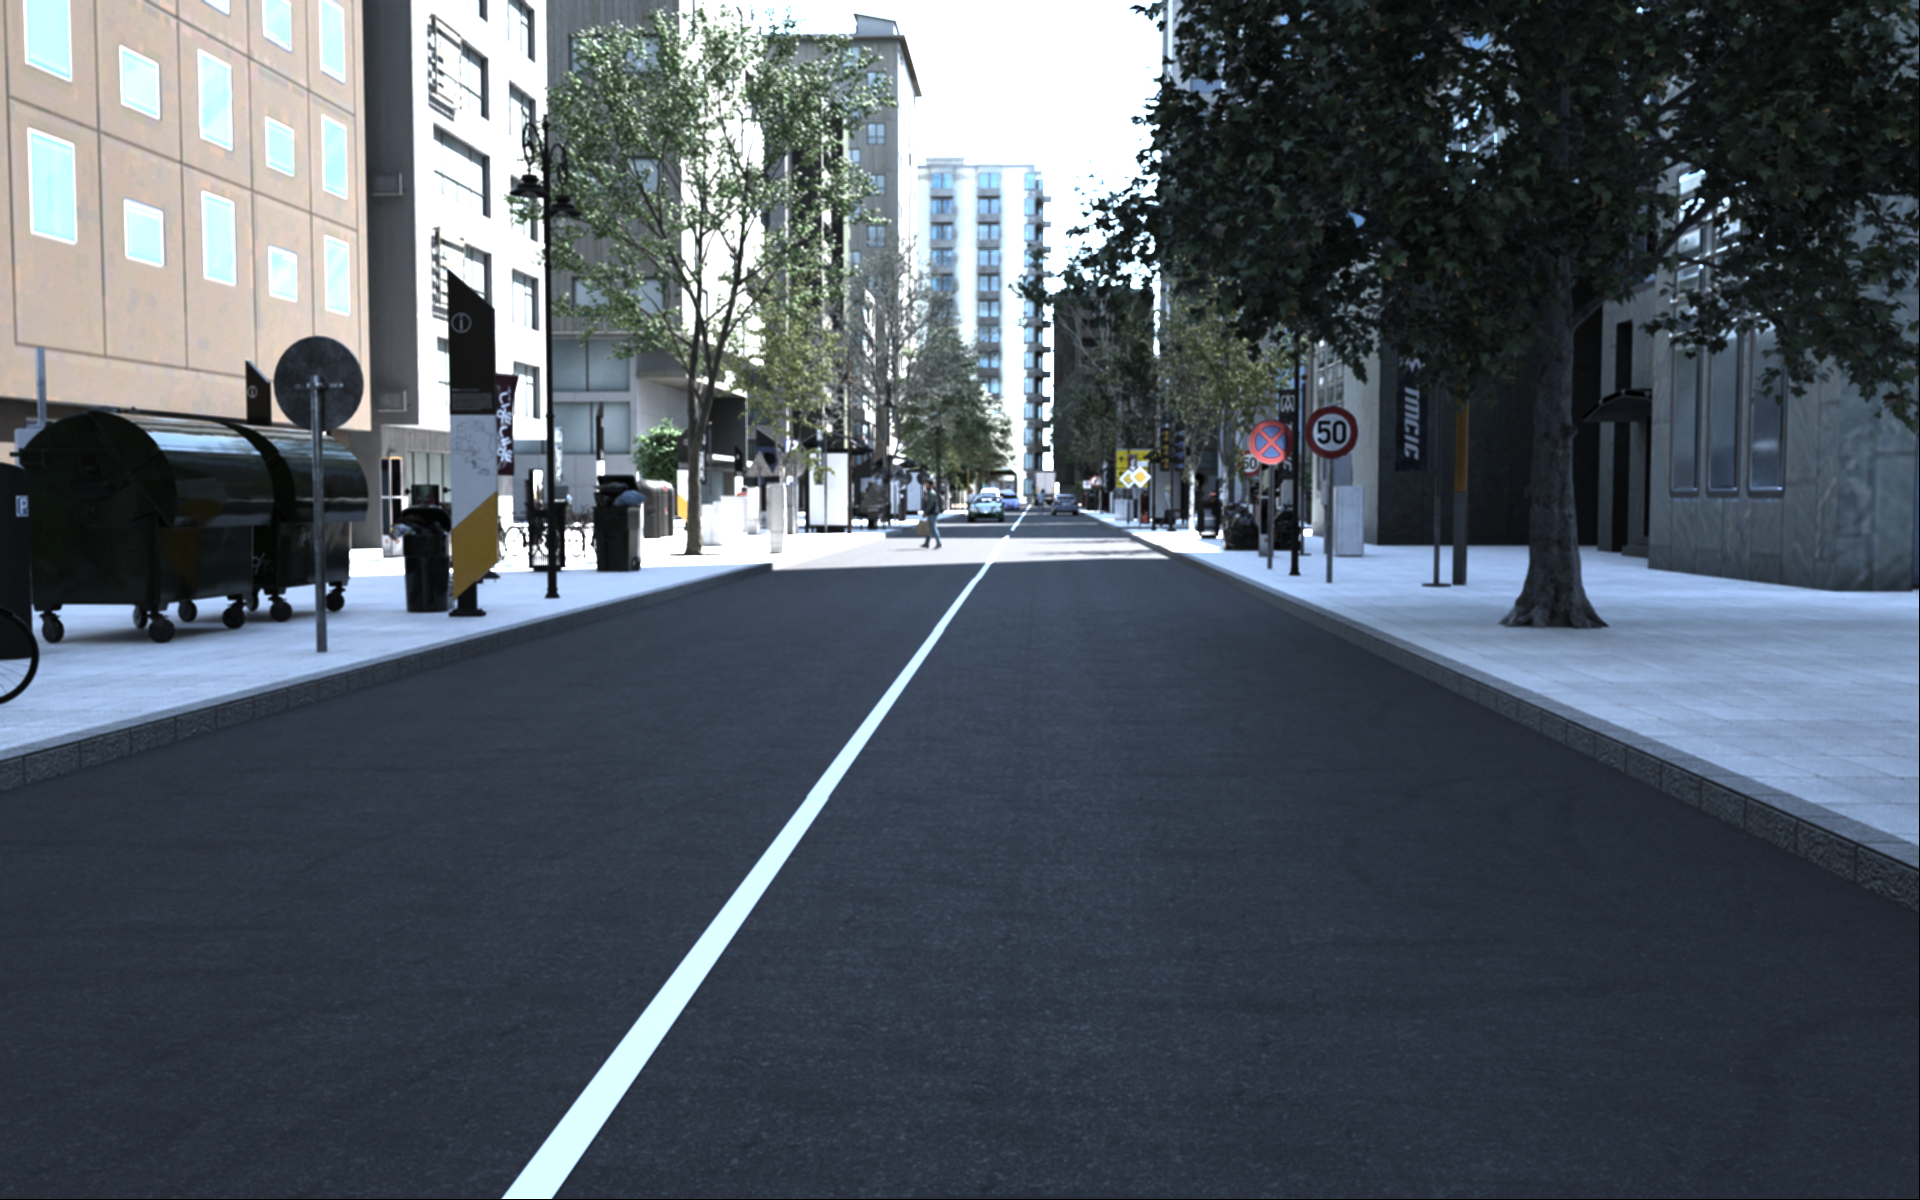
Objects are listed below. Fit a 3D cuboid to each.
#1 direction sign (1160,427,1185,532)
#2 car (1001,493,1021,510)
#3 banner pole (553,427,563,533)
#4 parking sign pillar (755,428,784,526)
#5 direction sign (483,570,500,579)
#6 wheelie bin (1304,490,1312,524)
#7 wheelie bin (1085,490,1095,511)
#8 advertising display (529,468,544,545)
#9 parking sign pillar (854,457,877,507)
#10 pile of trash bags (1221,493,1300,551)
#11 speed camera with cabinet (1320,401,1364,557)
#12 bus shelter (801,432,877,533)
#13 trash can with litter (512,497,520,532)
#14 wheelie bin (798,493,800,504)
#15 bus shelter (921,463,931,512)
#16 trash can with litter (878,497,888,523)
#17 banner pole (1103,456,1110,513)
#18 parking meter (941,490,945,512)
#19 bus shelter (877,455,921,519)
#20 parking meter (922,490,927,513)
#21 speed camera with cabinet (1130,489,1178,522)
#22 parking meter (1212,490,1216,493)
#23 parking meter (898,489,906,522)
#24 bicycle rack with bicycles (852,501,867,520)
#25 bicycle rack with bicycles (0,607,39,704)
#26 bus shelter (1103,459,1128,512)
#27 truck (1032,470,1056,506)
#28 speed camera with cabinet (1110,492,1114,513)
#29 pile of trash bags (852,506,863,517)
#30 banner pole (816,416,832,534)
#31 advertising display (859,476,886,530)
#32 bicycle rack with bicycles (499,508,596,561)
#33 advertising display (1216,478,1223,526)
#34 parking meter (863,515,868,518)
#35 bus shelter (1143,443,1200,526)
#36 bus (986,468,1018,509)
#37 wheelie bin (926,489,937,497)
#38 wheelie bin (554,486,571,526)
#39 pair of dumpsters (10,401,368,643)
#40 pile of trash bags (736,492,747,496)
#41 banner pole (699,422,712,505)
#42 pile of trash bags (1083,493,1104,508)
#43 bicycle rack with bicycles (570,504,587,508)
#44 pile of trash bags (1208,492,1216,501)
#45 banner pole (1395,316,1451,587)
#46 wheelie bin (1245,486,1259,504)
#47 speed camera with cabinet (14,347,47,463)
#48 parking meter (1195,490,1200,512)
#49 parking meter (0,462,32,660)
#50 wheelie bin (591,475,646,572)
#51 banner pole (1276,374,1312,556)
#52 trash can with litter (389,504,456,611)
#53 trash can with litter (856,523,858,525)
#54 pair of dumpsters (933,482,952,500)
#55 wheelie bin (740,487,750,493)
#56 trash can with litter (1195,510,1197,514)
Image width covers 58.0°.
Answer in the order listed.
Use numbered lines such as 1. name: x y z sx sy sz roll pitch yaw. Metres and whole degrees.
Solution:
1. direction sign: 7.216 -4.093 58.919 0.876 3.537 0.379 2 4 30
2. car: 4.554 -9.037 157.349 1.945 1.707 3.694 0 4 1
3. banner pole: -13.287 -4.095 56.970 0.401 3.779 0.863 -3 5 -45
4. parking sign pillar: -7.690 -5.037 70.823 1.447 3.967 1.447 0 4 4
5. direction sign: -7.210 -2.098 26.303 0.379 3.537 0.876 0 4 4
6. wheelie bin: 15.261 -4.087 74.735 0.980 1.594 0.693 1 4 9
7. wheelie bin: 10.014 -7.625 132.569 0.693 1.594 0.980 -2 4 -33
8. advertising display: -10.682 -2.353 43.687 0.123 1.923 0.974 0 4 0
9. parking sign pillar: -6.983 -8.339 124.821 1.447 3.967 1.447 0 4 5
10. pile of trash bags: 7.139 -1.902 40.850 1.912 1.369 3.447 1 4 11
11. speed camera with cabinet: 8.015 -2.567 36.302 0.660 3.252 2.038 0 4 2
12. bus shelter: -4.197 -3.986 59.092 2.014 3.302 5.546 0 4 3
13. trash can with litter: -15.845 -2.880 58.143 2.233 1.210 1.678 0 4 7
14. wheelie bin: -8.658 -4.956 88.936 0.980 1.594 0.693 3 4 37
15. bus shelter: -2.976 -6.982 108.087 2.014 3.302 5.546 0 4 3
16. trash can with litter: -3.587 -4.033 77.333 1.055 1.170 0.624 0 4 3
17. banner pole: 9.691 -7.613 114.494 0.863 3.779 0.401 -2 4 -35
18. parking meter: -1.249 -6.956 122.148 0.372 1.533 0.369 0 3 0
19. bus shelter: -3.388 -5.974 91.598 2.014 3.302 5.546 0 4 3
20. parking meter: -2.702 -7.558 131.983 0.372 1.533 0.369 0 3 0
21. speed camera with cabinet: 9.054 -5.244 80.078 2.038 3.252 0.660 0 4 -3
22. parking meter: 15.530 -5.935 105.444 0.372 1.533 0.369 0 3 0
23. parking meter: -2.708 -4.421 80.701 0.372 1.533 0.369 0 3 0
24. bicycle rack with bicycles: -5.518 -4.438 85.940 2.925 0.926 2.852 1 4 17
25. bicycle rack with bicycles: -7.042 0.185 10.351 2.925 0.926 2.852 0 4 -8
26. bus shelter: 10.785 -7.860 119.800 1.731 3.624 6.357 0 4 3
27. truck: 10.200 -13.473 209.191 2.839 4.237 11.283 0 4 2
28. speed camera with cabinet: 11.046 -7.403 115.379 2.038 3.252 0.660 0 4 -4
29. pile of trash bags: -6.414 -5.270 95.910 3.447 1.369 1.912 1 4 18
30. banner pole: -4.440 -4.026 55.839 0.401 3.779 0.863 -2 4 -32
31. advertising display: -3.138 -3.491 62.288 0.974 1.923 0.123 0 4 2
32. bicycle rack with bicycles: -8.656 -1.303 34.693 2.852 0.926 2.925 -2 4 -35
33. advertising display: 10.534 -3.958 69.932 0.123 1.923 0.974 2 4 26
34. parking meter: -5.045 -5.202 93.462 0.372 1.533 0.369 0 3 0
35. bus shelter: 8.685 -4.731 71.275 2.014 3.302 5.546 0 4 3
36. bus: 4.140 -10.635 165.435 2.896 3.916 12.252 0 4 3
37. wheelie bin: -1.865 -6.570 115.320 0.980 1.594 0.693 -3 5 -45
38. wheelie bin: -16.235 -3.819 70.342 0.980 1.594 0.693 0 4 1
39. pair of dumpsters: -7.330 -0.879 16.872 1.574 2.255 4.437 0 4 2
40. pile of trash bags: -8.578 -3.964 74.556 1.912 1.369 3.447 -3 5 -43
41. banner pole: -8.905 -4.313 60.533 0.863 3.779 0.401 2 4 33
42. pile of trash bags: 11.091 -8.012 140.753 1.912 1.369 3.447 -2 4 -31
43. bicycle rack with bicycles: -13.055 -2.809 59.317 2.925 0.926 2.852 0 4 5
44. pile of trash bags: 15.599 -5.439 98.672 3.447 1.369 1.912 -2 4 -29
45. banner pole: 6.444 -2.087 24.134 0.863 3.779 0.401 2 4 35
46. wheelie bin: 11.972 -3.777 69.655 0.980 1.594 0.693 -1 4 -11
47. speed camera with cabinet: -12.857 -1.746 22.880 2.038 3.252 0.660 -2 4 -33
48. parking meter: 15.866 -6.548 115.466 0.372 1.533 0.369 0 3 0
49. parking meter: -7.462 -0.312 13.506 0.372 1.533 0.369 0 3 0
50. wheelie bin: -5.680 -1.275 28.758 0.980 1.594 0.693 1 4 10
51. banner pole: 7.009 -2.835 36.372 0.401 3.779 0.863 -3 5 -45
52. trash can with litter: -5.904 -0.475 19.147 0.624 1.170 1.055 -1 4 -8
53. trash can with litter: -5.102 -3.724 71.951 1.678 1.210 2.233 0 4 7
54. pair of dumpsters: -1.493 -8.059 134.262 1.574 2.255 4.437 0 4 3
55. wheelie bin: -9.859 -4.452 80.697 0.980 1.594 0.693 1 4 11
56. trash can with litter: 14.738 -6.269 113.563 2.233 1.210 1.678 0 4 4
